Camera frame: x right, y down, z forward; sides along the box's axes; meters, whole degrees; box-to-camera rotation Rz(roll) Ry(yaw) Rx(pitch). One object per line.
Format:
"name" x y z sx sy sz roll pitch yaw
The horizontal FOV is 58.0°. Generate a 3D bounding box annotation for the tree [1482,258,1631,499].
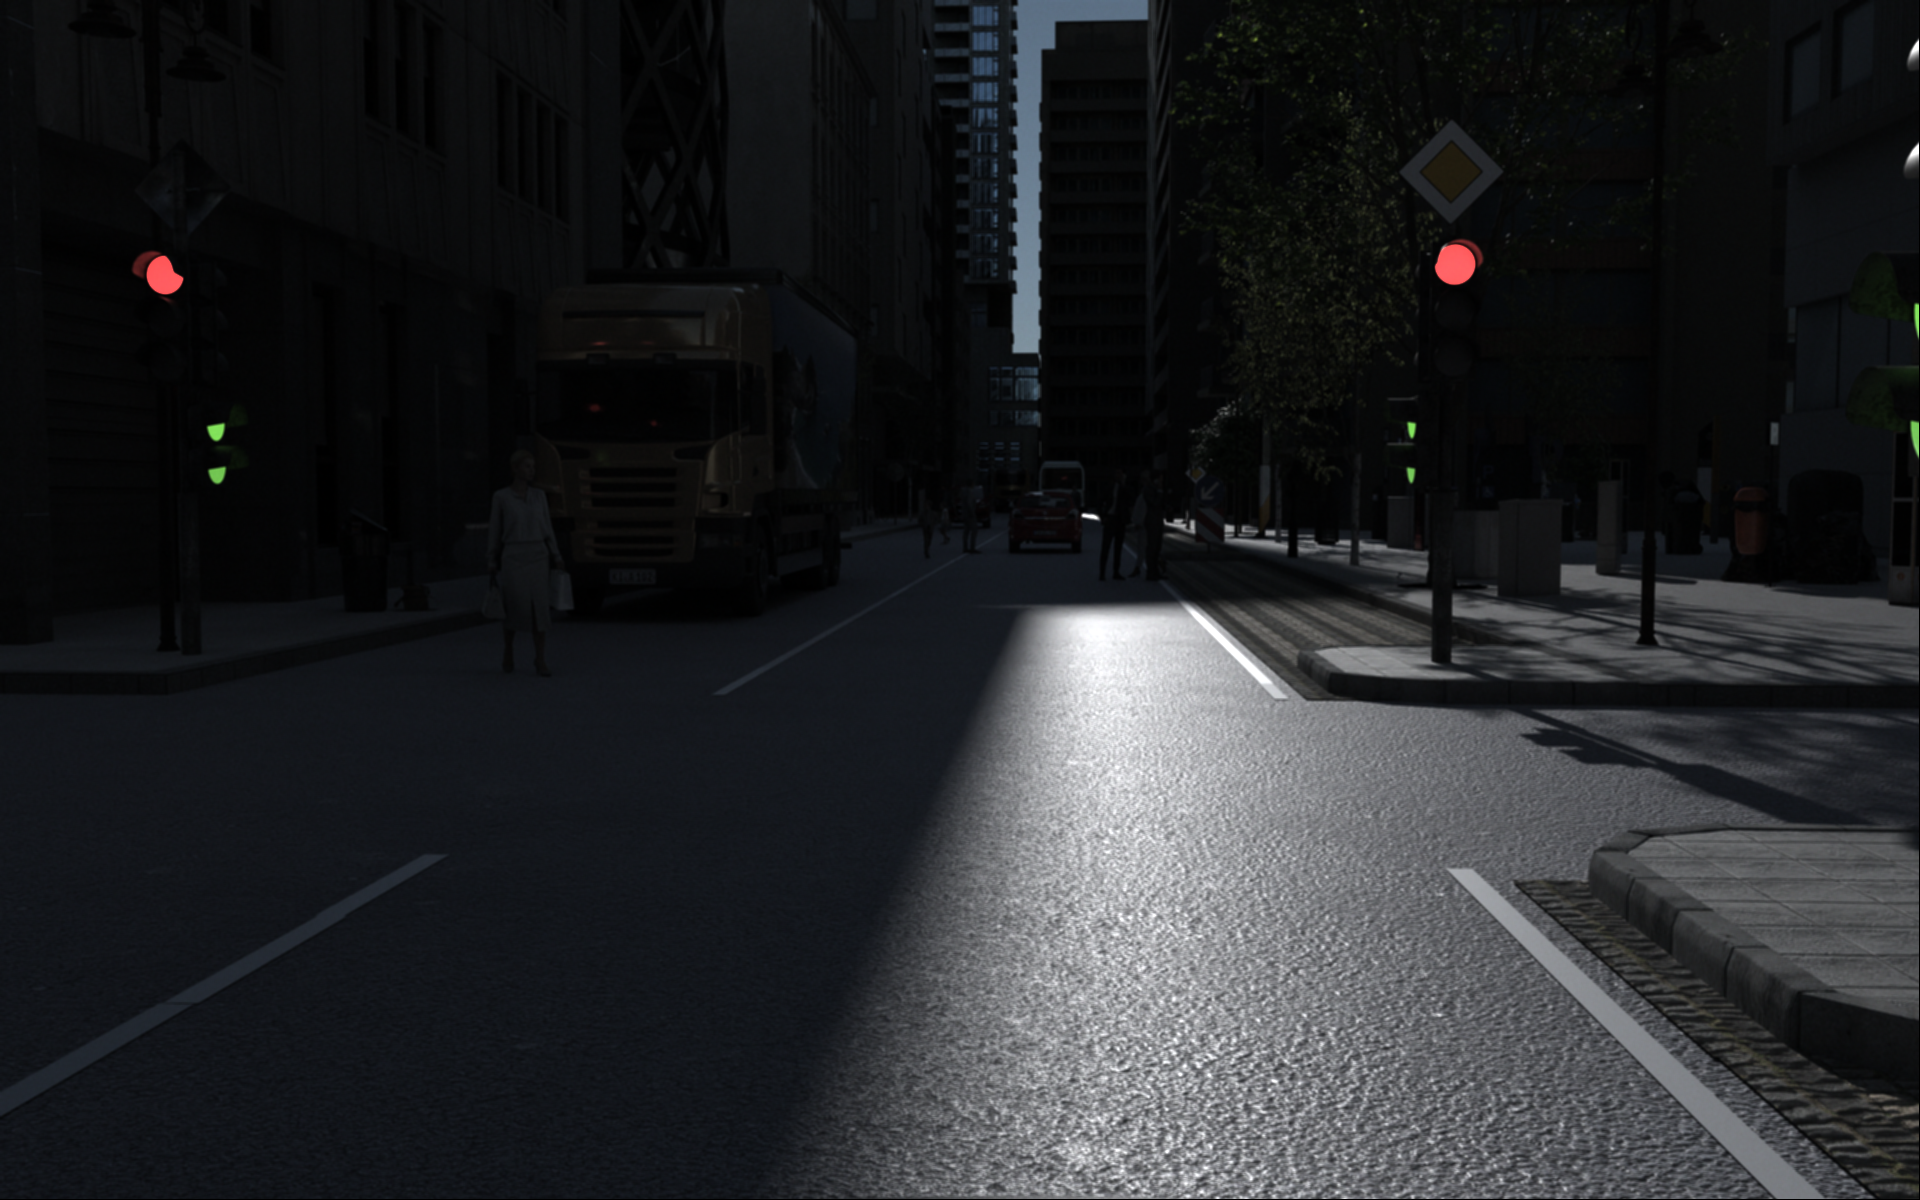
"tree" 18.481 -6.337 53.967 4.737 8.622 4.395 0 3 0

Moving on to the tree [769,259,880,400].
"tree" -4.969 -6.392 54.867 4.737 8.622 4.395 0 3 0

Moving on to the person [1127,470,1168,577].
"person" 3.263 -1.319 29.948 0.818 1.842 0.514 -1 4 -16

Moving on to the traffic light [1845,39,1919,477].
"traffic light" 3.152 -0.993 5.160 0.839 4.253 0.868 0 4 4

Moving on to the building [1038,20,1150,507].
"building" 19.186 -34.131 181.739 21.600 48.544 21.300 0 4 4

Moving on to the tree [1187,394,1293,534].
"tree" 9.136 -4.412 55.846 4.285 4.588 4.351 0 3 0

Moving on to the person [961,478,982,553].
"person" 0.226 -2.039 41.939 0.391 1.810 0.635 -2 4 -28

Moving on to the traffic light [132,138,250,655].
"traffic light" -6.131 -1.518 13.737 0.839 4.253 0.868 0 4 4

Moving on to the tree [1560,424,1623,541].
"tree" 17.501 -3.273 48.122 1.663 3.219 1.824 0 3 0

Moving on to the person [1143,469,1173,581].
"person" 3.300 -1.250 28.744 0.447 1.846 0.655 2 4 24

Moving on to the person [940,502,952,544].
"person" -0.383 -2.197 49.436 0.382 1.210 0.505 0 4 -8

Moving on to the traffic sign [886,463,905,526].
"traffic sign" -2.630 -4.300 70.417 0.768 2.556 0.104 0 4 4

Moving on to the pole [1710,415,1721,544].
"pole" 19.531 -3.115 44.774 0.158 3.312 0.155 0 3 0

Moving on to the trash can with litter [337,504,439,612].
"trash can with litter" -6.301 -0.470 19.079 1.055 1.170 0.624 -1 4 -18

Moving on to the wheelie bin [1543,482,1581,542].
"wheelie bin" 16.061 -2.342 46.202 0.980 1.594 0.693 2 4 29

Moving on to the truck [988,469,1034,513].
"truck" 4.025 -8.432 133.783 3.469 3.379 9.791 0 4 3

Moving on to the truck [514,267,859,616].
"truck" -3.276 -2.132 23.770 2.839 4.237 11.283 0 4 3

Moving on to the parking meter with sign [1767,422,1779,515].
"parking meter with sign" 20.379 -2.777 41.669 1.738 3.016 0.543 3 5 44

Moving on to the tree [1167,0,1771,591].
"tree" 6.667 -5.974 23.430 9.928 11.665 9.643 0 3 0

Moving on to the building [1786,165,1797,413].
"building" 75.125 -34.248 179.559 30.456 49.044 23.786 0 4 4

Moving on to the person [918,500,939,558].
"person" -0.703 -1.595 38.844 0.475 1.303 0.640 -1 4 -18

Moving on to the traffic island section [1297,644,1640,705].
"traffic island section" 3.701 0.553 13.240 2.009 0.180 2.903 0 4 4

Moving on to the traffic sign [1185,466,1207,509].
"traffic sign" 8.571 -3.778 62.963 0.795 2.450 0.064 1 4 10

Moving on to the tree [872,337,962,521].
"tree" -2.119 -8.021 81.506 4.360 8.622 3.978 0 3 0

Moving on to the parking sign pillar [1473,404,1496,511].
"parking sign pillar" 15.464 -3.825 51.013 1.447 3.967 1.447 1 4 8

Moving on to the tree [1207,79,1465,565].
"tree" 6.989 -4.940 31.131 4.360 8.622 3.978 0 3 0

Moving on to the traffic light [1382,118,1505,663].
"traffic light" 3.662 -1.481 13.129 0.839 4.253 0.868 0 4 4

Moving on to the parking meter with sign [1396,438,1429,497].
"parking meter with sign" 14.281 -3.525 53.896 1.738 3.016 0.543 -3 5 -42

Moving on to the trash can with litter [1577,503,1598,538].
"trash can with litter" 18.585 -2.406 50.720 0.624 1.170 1.055 -2 4 -34

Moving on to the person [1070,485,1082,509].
"person" 4.735 -3.883 72.168 0.661 1.801 0.590 3 5 44

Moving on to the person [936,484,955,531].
"person" -0.597 -3.545 66.452 0.713 1.824 0.794 2 4 24

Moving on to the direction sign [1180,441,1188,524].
"direction sign" 9.682 -5.052 74.600 0.379 3.537 0.876 1 4 20

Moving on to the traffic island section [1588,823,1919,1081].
"traffic island section" 3.191 1.040 5.271 2.009 0.180 2.903 0 4 4

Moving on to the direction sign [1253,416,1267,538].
"direction sign" 8.827 -3.606 50.963 0.379 3.537 0.876 -1 4 -12

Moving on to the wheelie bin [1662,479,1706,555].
"wheelie bin" 15.380 -1.769 36.828 0.693 1.594 0.980 -1 4 -13

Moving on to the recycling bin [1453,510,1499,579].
"recycling bin" 7.746 -0.850 26.457 0.722 1.027 0.722 3 5 44

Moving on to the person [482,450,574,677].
"person" -3.444 -0.300 13.764 0.694 1.780 0.624 -1 4 -18

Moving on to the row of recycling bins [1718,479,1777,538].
"row of recycling bins" 22.926 -2.618 49.923 1.069 1.692 3.534 0 4 0

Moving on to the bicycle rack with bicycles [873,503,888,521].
"bicycle rack with bicycles" -4.993 -4.168 81.536 2.852 0.926 2.925 -2 4 -28

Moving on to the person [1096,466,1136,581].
"person" 2.612 -1.288 28.917 0.648 1.900 0.474 -1 4 -10

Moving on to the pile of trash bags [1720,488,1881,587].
"pile of trash bags" 11.957 -0.935 25.037 1.912 1.369 3.447 3 5 43

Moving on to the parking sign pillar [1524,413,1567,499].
"parking sign pillar" 19.442 -4.224 57.534 1.447 3.967 1.447 0 4 -8

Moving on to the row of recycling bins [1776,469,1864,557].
"row of recycling bins" 15.029 -1.399 29.987 1.069 1.692 3.534 2 4 33

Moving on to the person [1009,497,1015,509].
"person" 2.611 -4.501 86.369 0.394 1.301 0.425 -3 4 -36
